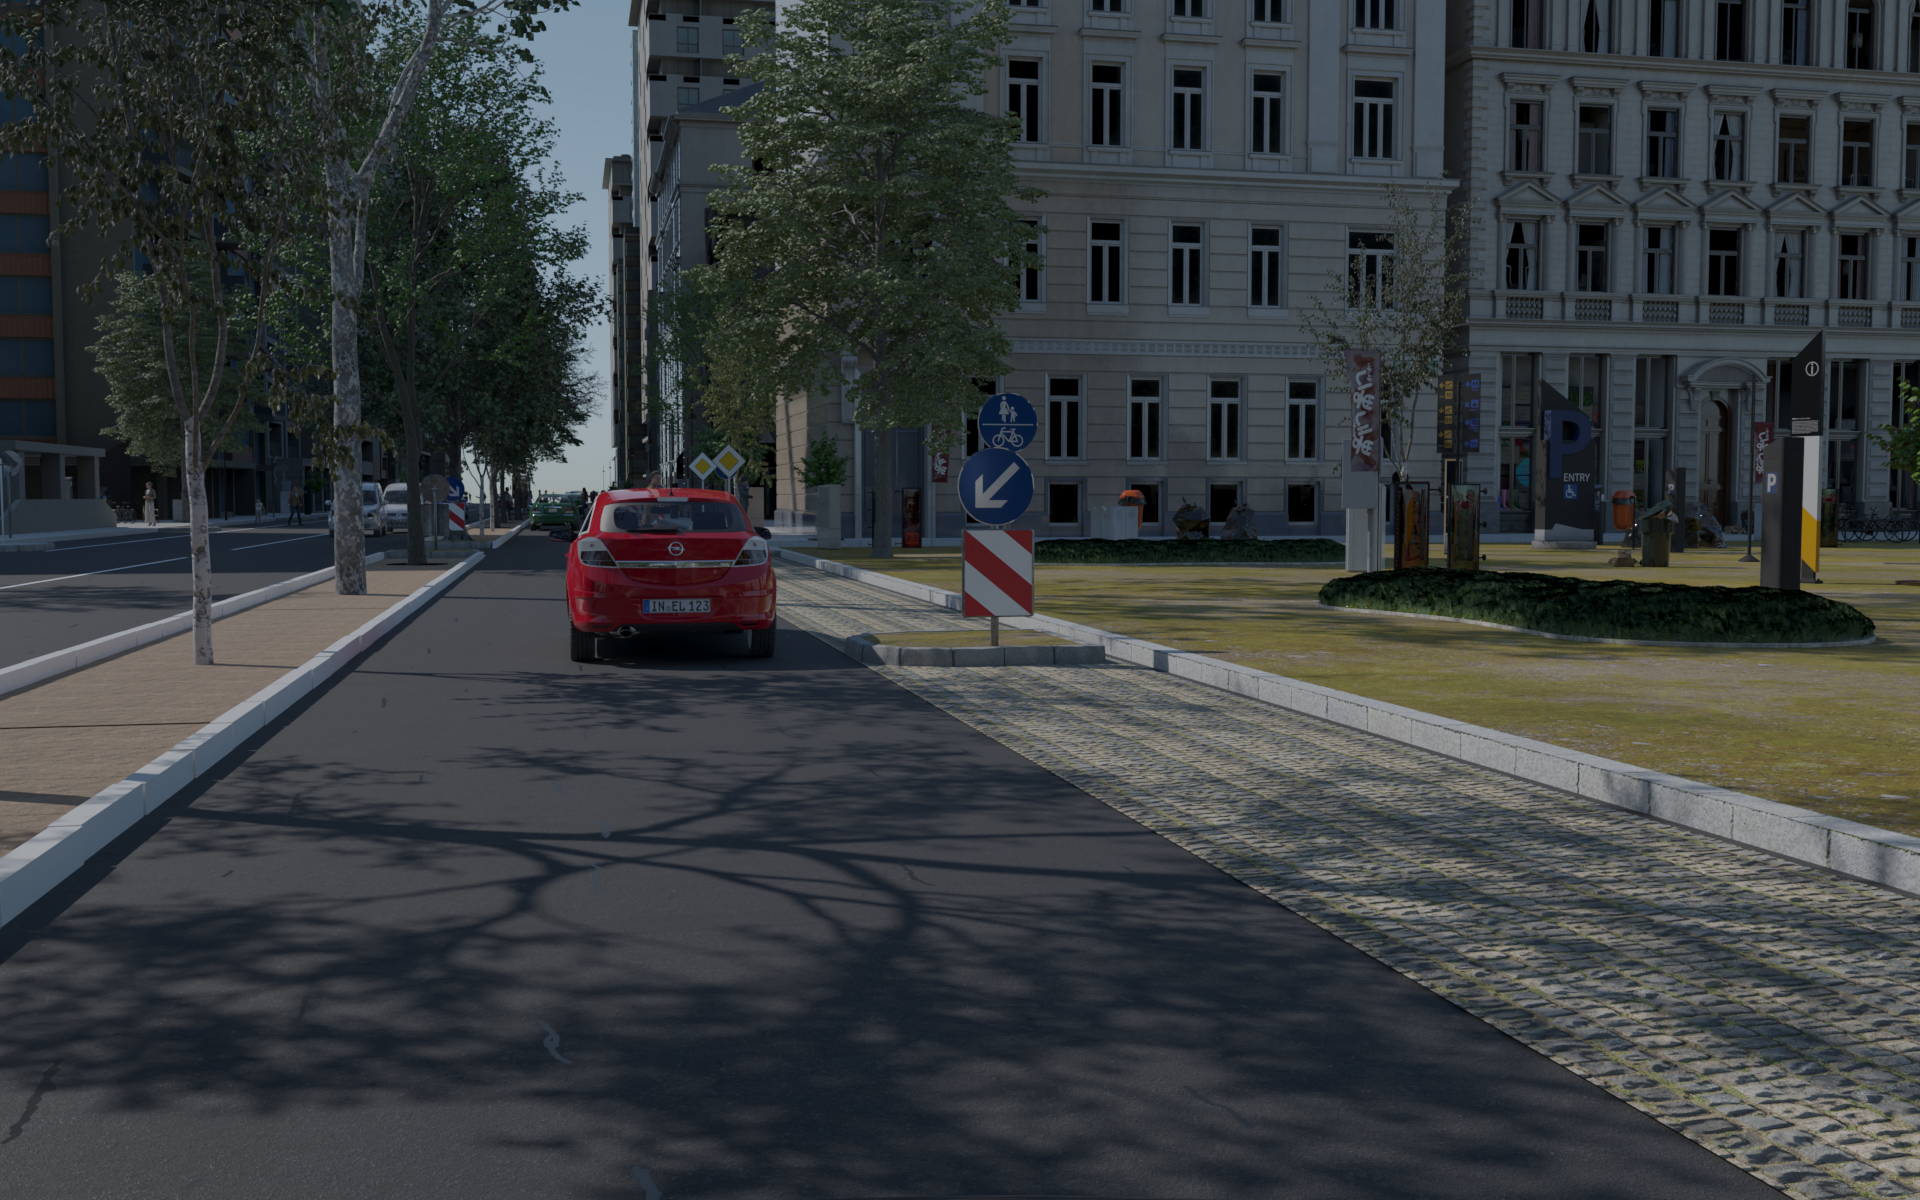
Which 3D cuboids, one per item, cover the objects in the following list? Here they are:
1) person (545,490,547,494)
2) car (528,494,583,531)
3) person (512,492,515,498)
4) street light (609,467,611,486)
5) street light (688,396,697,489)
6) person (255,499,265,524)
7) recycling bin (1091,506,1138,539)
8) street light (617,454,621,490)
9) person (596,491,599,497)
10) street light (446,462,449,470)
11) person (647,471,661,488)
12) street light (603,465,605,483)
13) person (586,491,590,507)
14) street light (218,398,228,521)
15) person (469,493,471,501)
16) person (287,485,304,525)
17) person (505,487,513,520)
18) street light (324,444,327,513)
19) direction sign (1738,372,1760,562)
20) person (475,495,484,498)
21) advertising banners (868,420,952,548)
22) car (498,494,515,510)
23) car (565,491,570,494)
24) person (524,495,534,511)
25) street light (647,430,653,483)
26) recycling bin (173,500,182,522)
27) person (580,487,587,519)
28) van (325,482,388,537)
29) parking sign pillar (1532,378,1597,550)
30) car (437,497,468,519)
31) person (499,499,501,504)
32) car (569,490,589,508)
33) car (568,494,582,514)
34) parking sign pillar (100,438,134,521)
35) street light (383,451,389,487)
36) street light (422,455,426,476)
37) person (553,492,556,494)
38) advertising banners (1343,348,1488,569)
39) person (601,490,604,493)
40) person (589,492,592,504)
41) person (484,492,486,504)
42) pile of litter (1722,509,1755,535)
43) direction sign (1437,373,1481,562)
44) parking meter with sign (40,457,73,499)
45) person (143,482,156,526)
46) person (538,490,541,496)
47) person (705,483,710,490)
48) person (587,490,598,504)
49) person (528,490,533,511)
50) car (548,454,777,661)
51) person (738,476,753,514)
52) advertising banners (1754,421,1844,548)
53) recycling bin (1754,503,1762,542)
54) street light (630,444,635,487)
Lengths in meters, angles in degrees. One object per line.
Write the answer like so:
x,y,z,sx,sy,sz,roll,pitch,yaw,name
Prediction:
-29.120,-6.865,121.676,0.756,1.711,0.436,0,4,2,person
-16.134,-3.499,69.004,2.131,1.459,4.920,-1,4,-11,car
-57.622,-13.113,223.452,0.434,1.755,0.990,-2,4,-34,person
-47.837,-16.154,236.904,0.468,5.910,1.993,-1,4,-13,street light
-12.581,-6.641,81.364,0.468,5.910,1.993,-1,4,-13,street light
-33.083,-4.179,81.841,0.505,1.210,0.382,-1,4,-13,person
3.177,-1.415,35.685,0.722,1.027,0.722,-2,4,-35,recycling bin
-38.564,-13.645,195.883,0.468,5.910,1.993,-1,4,-13,street light
-44.829,-12.575,214.543,0.568,1.767,0.683,-3,4,-37,person
-70.892,-16.309,239.446,0.468,5.910,1.993,-1,4,-13,street light
-5.386,-1.331,30.173,0.656,1.842,0.836,3,5,41,person
-57.015,-18.616,277.165,0.468,5.910,1.993,-1,4,-13,street light
-41.837,-11.346,194.721,0.721,1.736,1.217,-2,4,-32,person
-35.533,-6.783,83.693,0.468,5.910,1.993,-1,4,-13,street light
-75.843,-15.785,268.060,0.415,1.643,0.593,0,4,3,person
-30.643,-4.364,79.770,0.836,1.842,0.656,1,4,16,person
-24.959,-5.293,95.140,0.850,1.850,0.679,2,4,25,person
-43.517,-8.919,118.610,0.468,5.910,1.993,-1,4,-13,street light
14.948,-2.490,32.709,0.379,3.537,0.876,2,4,26,direction sign
-33.850,-6.908,121.973,0.750,1.759,0.617,0,4,-1,person
-1.173,-2.747,41.103,2.074,3.025,0.090,1,4,13,advertising banners
-41.387,-9.048,156.968,2.155,1.783,4.494,-1,4,-11,car
-57.242,-15.051,254.755,2.281,1.827,5.304,-1,4,-11,car
-37.253,-8.578,148.718,1.348,1.831,0.705,-2,4,-31,person
-21.712,-9.095,121.495,0.468,5.910,1.993,-1,4,-13,street light
-35.627,-4.096,79.528,0.722,1.027,0.722,3,4,36,recycling bin
-21.613,-5.564,99.475,0.388,1.821,0.555,0,4,6,person
-20.458,-3.173,58.885,2.013,2.044,4.112,-1,4,-15,van
14.150,-3.179,40.452,1.447,3.967,1.447,-1,4,-14,parking sign pillar
-29.399,-5.532,100.032,1.945,1.707,3.694,-1,4,-11,car
-36.767,-7.808,139.394,0.697,1.427,0.421,-2,4,-29,person
-39.545,-10.420,179.034,2.281,1.827,5.304,-1,4,-12,car
-27.815,-7.040,123.892,1.959,1.807,4.718,-1,4,-15,car
-40.415,-5.778,82.950,1.447,3.967,1.447,-1,4,-13,parking sign pillar
-52.550,-11.365,158.599,0.468,5.910,1.993,-1,4,-13,street light
-61.864,-13.879,199.713,0.468,5.910,1.993,-1,4,-13,street light
-48.721,-12.160,208.112,0.742,1.727,0.445,2,4,28,person
5.569,-1.530,21.204,2.074,3.025,0.090,-1,4,-20,advertising banners
-33.176,-9.326,160.985,0.705,1.823,1.348,-2,4,-24,person
-52.213,-14.458,245.611,1.217,1.743,0.721,1,4,17,person
-67.639,-14.524,246.505,0.617,1.759,0.750,-2,4,-31,person
24.979,-2.538,55.457,1.719,0.858,1.176,-1,4,-19,pile of litter
9.433,-2.497,32.830,0.876,3.537,0.379,3,5,45,direction sign
-40.329,-4.994,77.906,1.738,3.016,0.543,-1,4,-12,parking meter with sign
-32.399,-3.829,69.198,0.519,1.759,0.362,2,4,25,person
-37.062,-8.819,152.674,0.705,1.826,1.348,0,4,-7,person
-11.597,-4.493,79.686,0.721,1.800,0.419,2,4,33,person
-28.467,-7.664,134.519,1.217,1.743,0.721,-1,4,-23,person
-36.528,-8.450,147.324,0.551,1.740,0.621,3,5,42,person
-2.816,-0.454,16.464,2.155,1.783,4.494,-1,4,-12,car
-6.556,-2.888,53.074,0.447,1.846,0.655,0,4,-4,person
20.061,-2.775,41.558,2.074,3.025,0.090,1,4,16,advertising banners
21.922,-2.085,46.642,0.722,1.027,0.722,-1,4,-22,recycling bin
-29.409,-11.169,155.405,0.468,5.910,1.993,-1,4,-13,street light
